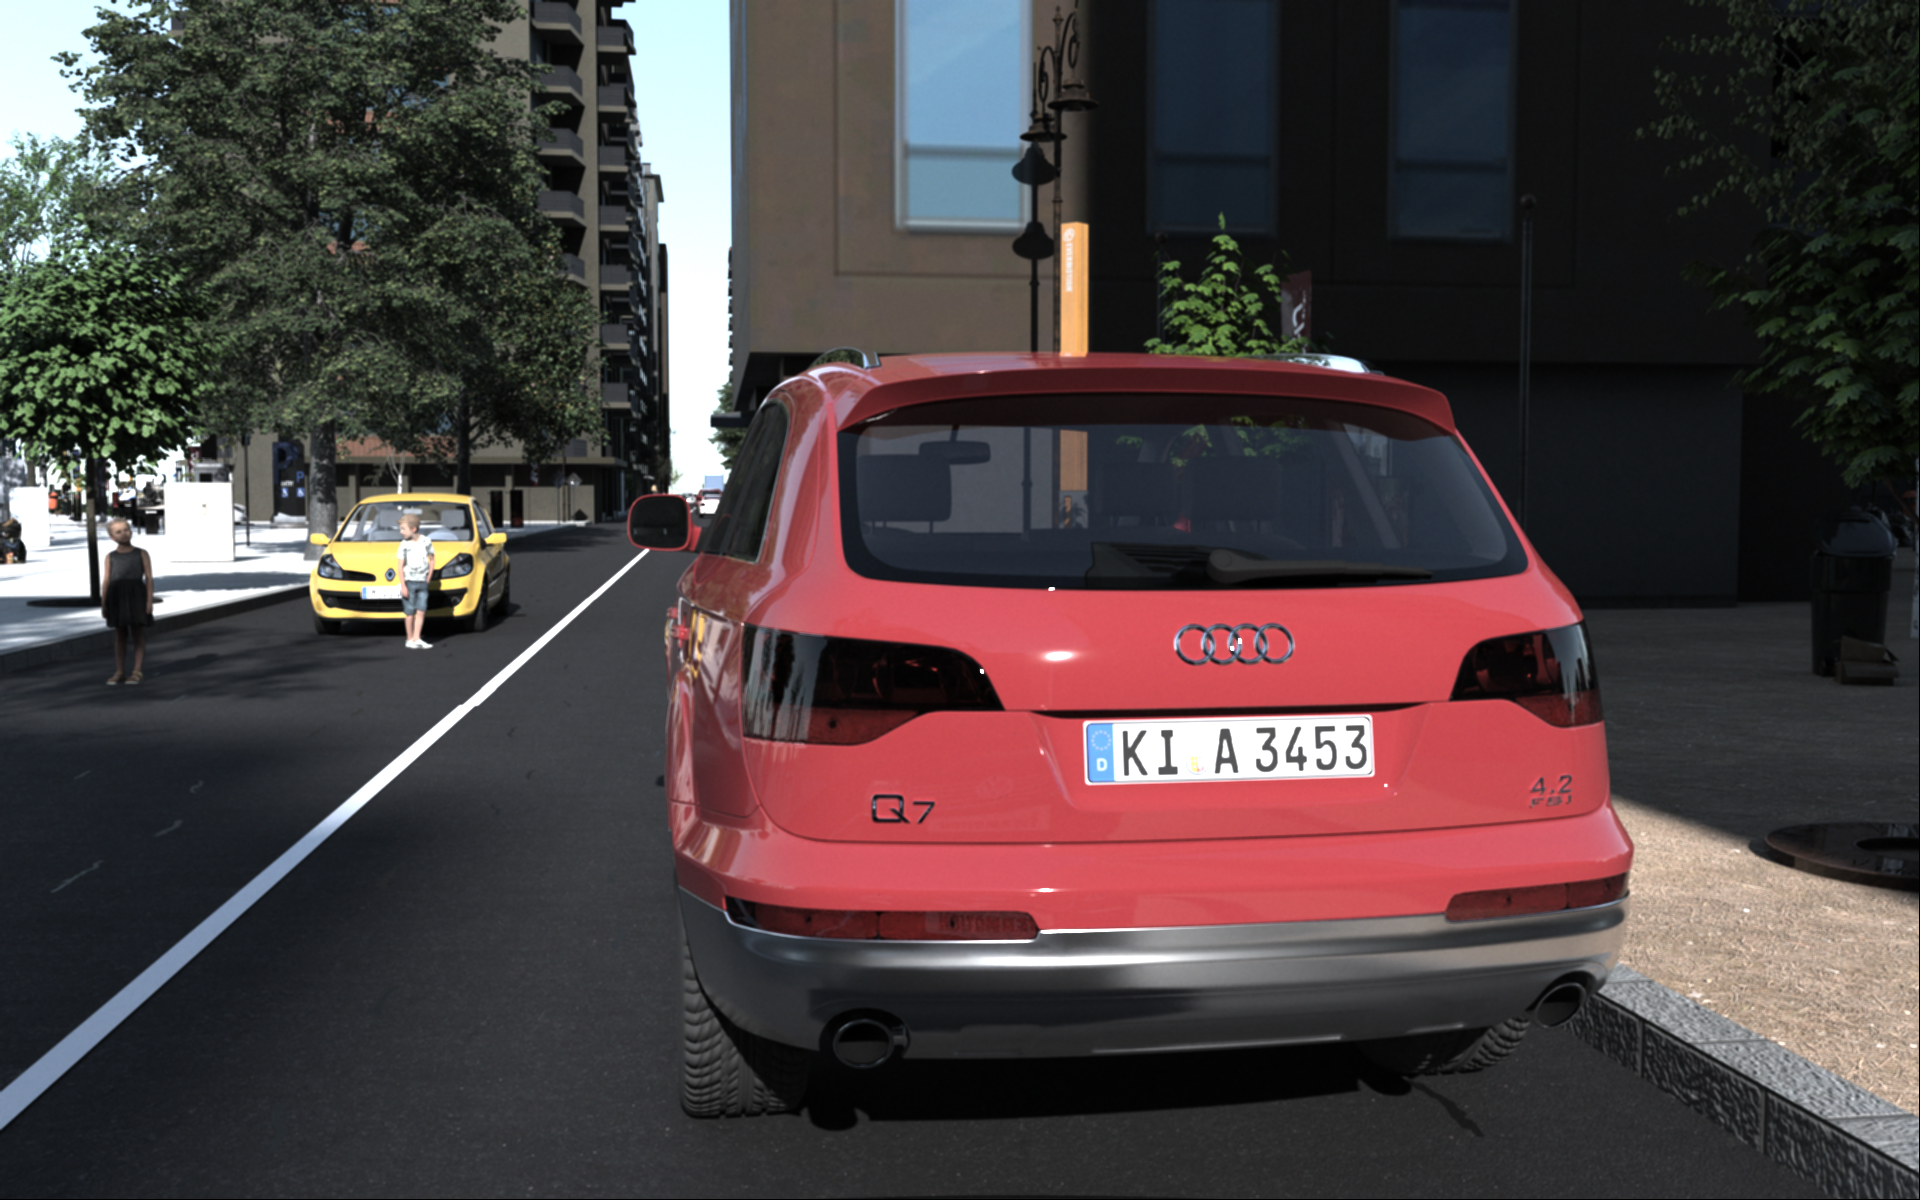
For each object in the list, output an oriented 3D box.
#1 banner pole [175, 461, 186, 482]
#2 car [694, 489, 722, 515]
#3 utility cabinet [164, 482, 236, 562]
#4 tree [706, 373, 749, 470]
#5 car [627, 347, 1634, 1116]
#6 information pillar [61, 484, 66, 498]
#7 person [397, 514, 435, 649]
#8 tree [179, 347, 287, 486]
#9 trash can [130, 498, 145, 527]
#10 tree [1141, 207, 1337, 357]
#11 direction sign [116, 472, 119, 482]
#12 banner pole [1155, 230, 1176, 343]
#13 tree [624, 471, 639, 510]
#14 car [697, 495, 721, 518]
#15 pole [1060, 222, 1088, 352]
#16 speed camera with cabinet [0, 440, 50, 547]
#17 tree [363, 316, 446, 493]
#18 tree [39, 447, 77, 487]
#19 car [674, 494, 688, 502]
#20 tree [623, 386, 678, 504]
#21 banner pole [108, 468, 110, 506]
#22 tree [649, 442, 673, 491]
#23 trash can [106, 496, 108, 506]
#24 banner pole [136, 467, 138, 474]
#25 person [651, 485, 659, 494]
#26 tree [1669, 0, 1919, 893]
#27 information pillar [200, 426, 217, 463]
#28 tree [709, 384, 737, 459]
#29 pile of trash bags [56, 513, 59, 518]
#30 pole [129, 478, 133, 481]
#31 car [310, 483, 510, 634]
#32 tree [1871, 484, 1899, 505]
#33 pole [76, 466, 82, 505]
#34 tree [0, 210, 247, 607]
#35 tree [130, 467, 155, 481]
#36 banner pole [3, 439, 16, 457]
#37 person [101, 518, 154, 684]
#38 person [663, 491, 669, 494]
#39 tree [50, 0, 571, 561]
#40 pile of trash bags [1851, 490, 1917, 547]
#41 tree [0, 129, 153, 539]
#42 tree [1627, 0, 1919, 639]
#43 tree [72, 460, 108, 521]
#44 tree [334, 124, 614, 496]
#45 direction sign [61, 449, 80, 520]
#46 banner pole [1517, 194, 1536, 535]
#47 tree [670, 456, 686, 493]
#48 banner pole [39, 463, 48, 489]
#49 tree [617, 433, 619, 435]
[{"bbox_3d":[-51.284,-7.592,114.151,0.863,3.779,0.401,-3,5,-44],"label":"banner pole"},{"bbox_3d":[-17.757,-6.992,122.993,2.281,1.827,5.304,-1,4,-8],"label":"car"},{"bbox_3d":[-14.267,-1.457,32.509,1.173,1.500,0.318,-1,4,-16],"label":"utility cabinet"},{"bbox_3d":[-16.043,-14.372,141.638,9.857,13.997,8.962,0,3,0],"label":"tree"},{"bbox_3d":[0.066,0.184,5.664,2.281,1.827,5.304,-1,4,-10],"label":"car"},{"bbox_3d":[-67.560,-7.710,130.555,0.304,2.012,0.304,-3,4,-36],"label":"information pillar"},{"bbox_3d":[-5.053,-0.179,16.113,0.332,1.250,0.352,0,4,7],"label":"person"},{"bbox_3d":[-25.394,-6.709,60.051,4.737,8.622,4.395,0,3,0],"label":"tree"},{"bbox_3d":[-32.153,-3.440,67.899,0.748,1.137,0.748,0,3,0],"label":"trash can"},{"bbox_3d":[1.672,-1.052,11.807,1.663,3.219,1.824,0,3,0],"label":"tree"},{"bbox_3d":[-68.570,-9.118,141.077,0.379,3.537,0.876,-1,4,-15],"label":"direction sign"},{"bbox_3d":[1.985,-1.634,16.739,0.401,3.779,0.863,1,4,19],"label":"banner pole"},{"bbox_3d":[-27.276,-9.079,143.048,1.663,3.219,1.824,0,3,0],"label":"tree"},{"bbox_3d":[-14.907,-5.662,104.928,2.083,1.381,4.827,-1,4,-9],"label":"car"},{"bbox_3d":[0.865,-1.181,13.157,0.158,3.312,0.155,0,3,0],"label":"pole"},{"bbox_3d":[-23.115,-2.952,42.601,2.038,3.252,0.660,3,5,41],"label":"speed camera with cabinet"},{"bbox_3d":[-21.894,-7.178,67.730,4.360,8.622,3.978,0,3,0],"label":"tree"},{"bbox_3d":[-31.035,-6.639,58.907,4.737,8.622,4.395,0,3,0],"label":"tree"},{"bbox_3d":[-29.023,-10.190,178.399,2.131,1.459,4.920,0,4,-7],"label":"car"},{"bbox_3d":[-28.408,-13.181,149.917,8.767,10.594,7.601,0,4,-1],"label":"tree"},{"bbox_3d":[-65.317,-8.725,132.672,0.863,3.779,0.401,2,4,29],"label":"banner pole"},{"bbox_3d":[-40.168,-17.078,229.591,4.360,8.622,3.978,0,3,0],"label":"tree"},{"bbox_3d":[-62.417,-7.006,126.205,0.748,1.137,0.748,0,3,0],"label":"trash can"},{"bbox_3d":[-64.747,-8.959,136.495,0.401,3.779,0.863,0,4,-7],"label":"banner pole"},{"bbox_3d":[-11.868,-3.705,69.298,1.509,1.804,0.699,-3,5,-43],"label":"person"},{"bbox_3d":[3.331,-0.683,5.775,1.663,3.219,1.824,0,3,0],"label":"tree"},{"bbox_3d":[-23.045,-3.778,53.130,0.504,3.616,0.183,-3,5,-42],"label":"information pillar"},{"bbox_3d":[-19.401,-14.279,159.217,9.928,11.665,9.643,0,3,0],"label":"tree"},{"bbox_3d":[-50.543,-5.188,94.582,3.447,1.369,1.912,1,4,23],"label":"pile of trash bags"},{"bbox_3d":[-51.627,-6.975,107.892,0.158,3.312,0.155,0,3,0],"label":"pole"},{"bbox_3d":[-5.963,-0.539,19.033,2.015,1.641,3.980,-1,4,-9],"label":"car"},{"bbox_3d":[27.034,-4.118,51.048,4.285,4.588,4.351,0,3,0],"label":"tree"},{"bbox_3d":[-65.166,-8.199,127.896,0.158,3.312,0.155,0,3,0],"label":"pole"},{"bbox_3d":[-10.098,-2.236,20.268,4.285,4.588,4.351,0,3,0],"label":"tree"},{"bbox_3d":[-48.201,-6.614,102.743,1.663,3.219,1.824,0,3,0],"label":"tree"},{"bbox_3d":[-30.170,-3.957,54.707,0.401,3.779,0.863,2,4,32],"label":"banner pole"},{"bbox_3d":[-6.316,0.002,13.145,0.362,1.253,0.373,0,4,-7],"label":"person"},{"bbox_3d":[-31.659,-10.830,186.367,0.742,1.727,0.445,-1,4,-9],"label":"person"},{"bbox_3d":[-12.433,-7.743,33.247,9.857,13.997,8.962,0,3,0],"label":"tree"},{"bbox_3d":[22.396,-1.987,42.234,3.447,1.369,1.912,-2,4,-31],"label":"pile of trash bags"},{"bbox_3d":[-26.601,-7.568,49.498,9.928,11.665,9.643,0,3,0],"label":"tree"},{"bbox_3d":[8.318,-3.957,15.064,4.737,8.622,4.395,0,3,0],"label":"tree"},{"bbox_3d":[-41.252,-5.358,82.198,1.663,3.219,1.824,0,3,0],"label":"tree"},{"bbox_3d":[-15.035,-8.289,52.533,9.611,12.733,9.660,0,3,0],"label":"tree"},{"bbox_3d":[-44.740,-5.819,87.133,0.876,3.537,0.379,-1,4,-14],"label":"direction sign"},{"bbox_3d":[4.803,-1.514,14.766,0.401,3.779,0.863,1,4,18],"label":"banner pole"},{"bbox_3d":[-51.656,-22.091,311.544,4.737,8.622,4.395,0,3,0],"label":"tree"},{"bbox_3d":[-53.226,-6.757,100.490,0.401,3.779,0.863,1,4,11],"label":"banner pole"},{"bbox_3d":[-23.685,-9.832,111.123,4.737,8.622,4.395,0,3,0],"label":"tree"}]
